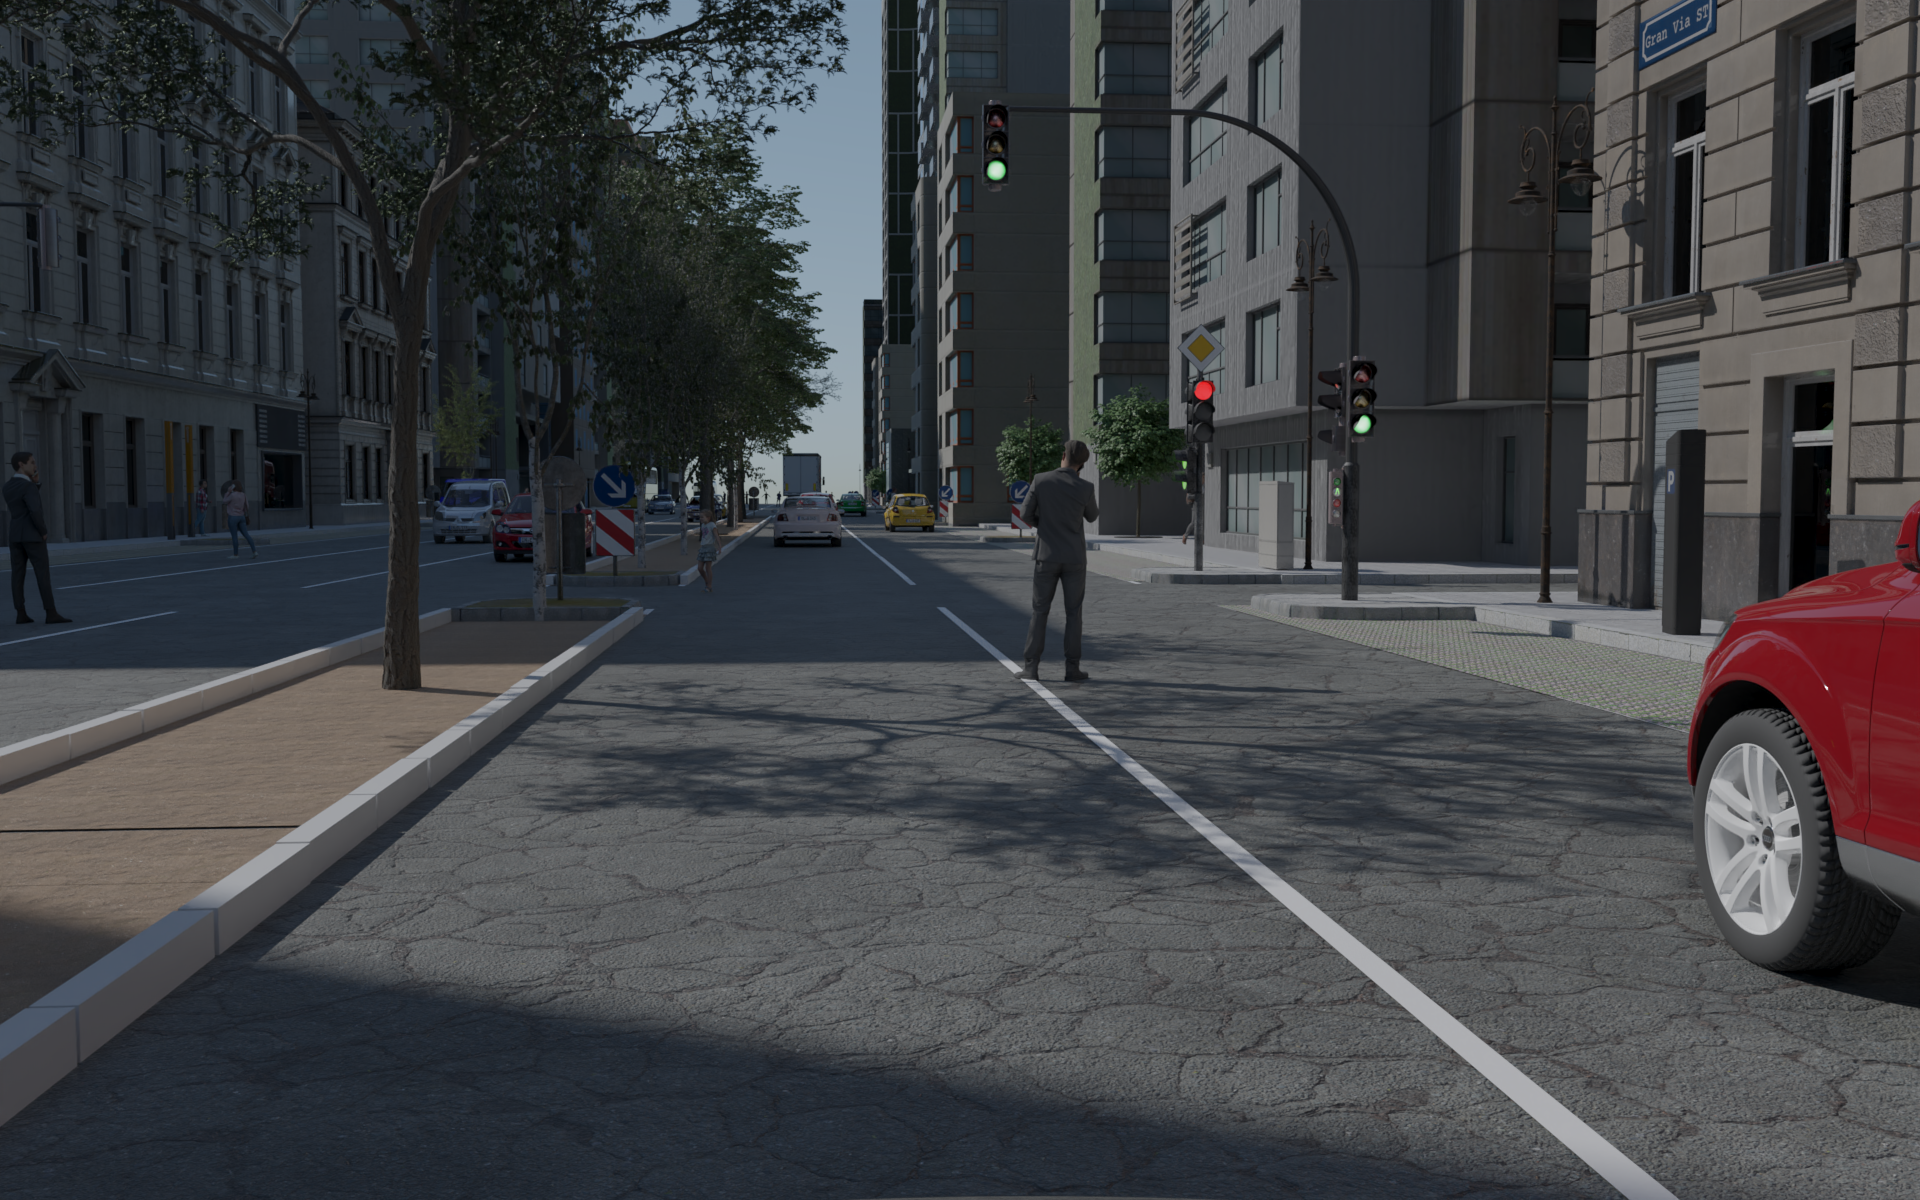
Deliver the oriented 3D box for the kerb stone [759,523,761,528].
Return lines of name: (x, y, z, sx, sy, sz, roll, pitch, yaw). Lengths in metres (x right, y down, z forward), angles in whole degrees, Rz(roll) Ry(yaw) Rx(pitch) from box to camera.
kerb stone: (-8.180, -2.907, 69.719, 0.120, 0.150, 1.000, 0, 4, -5)

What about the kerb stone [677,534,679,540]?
kerb stone: (-8.796, -1.893, 53.208, 0.120, 0.150, 1.000, 0, 4, -5)

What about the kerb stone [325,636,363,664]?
kerb stone: (-5.339, 0.447, 14.883, 0.120, 0.150, 1.000, 0, 4, -5)

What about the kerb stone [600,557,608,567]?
kerb stone: (-7.041, -0.710, 33.796, 0.120, 0.150, 1.000, 0, 4, -5)

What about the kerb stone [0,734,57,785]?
kerb stone: (-4.782, 0.821, 8.768, 0.120, 0.150, 1.000, 0, 4, -5)

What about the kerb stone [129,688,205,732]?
kerb stone: (-4.966, 0.696, 10.810, 0.120, 0.150, 1.000, 0, 4, -5)

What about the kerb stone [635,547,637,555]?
kerb stone: (-7.604, -1.079, 39.918, 0.120, 0.150, 1.000, 0, 4, -5)

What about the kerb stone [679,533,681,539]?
kerb stone: (-8.894, -1.959, 54.228, 0.120, 0.150, 1.000, 0, 4, -5)

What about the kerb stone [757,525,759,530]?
kerb stone: (-7.911, -2.712, 66.652, 0.120, 0.150, 1.000, 0, 4, -5)

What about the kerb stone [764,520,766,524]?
kerb stone: (-8.917, -3.403, 77.884, 0.120, 0.150, 1.000, 0, 4, -5)

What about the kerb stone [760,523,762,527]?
kerb stone: (-8.275, -2.966, 70.736, 0.120, 0.150, 1.000, 0, 4, -5)

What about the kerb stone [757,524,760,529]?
kerb stone: (-7.996, -2.782, 67.675, 0.120, 0.150, 1.000, 0, 4, -5)

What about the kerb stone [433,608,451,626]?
kerb stone: (-5.702, 0.197, 18.968, 0.120, 0.150, 1.000, 0, 4, -5)

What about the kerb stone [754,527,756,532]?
kerb stone: (-7.535, -2.470, 62.575, 0.120, 0.150, 1.000, 0, 4, -5)

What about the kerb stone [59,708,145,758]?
kerb stone: (-4.878, 0.764, 9.792, 0.120, 0.150, 1.000, 0, 4, -5)

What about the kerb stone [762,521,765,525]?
kerb stone: (-8.740, -3.279, 75.848, 0.120, 0.150, 1.000, 0, 4, -5)

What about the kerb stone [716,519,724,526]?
kerb stone: (-11.482, -3.705, 82.821, 0.120, 0.150, 1.000, 0, 4, -5)

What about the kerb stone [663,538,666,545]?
kerb stone: (-8.342, -1.584, 48.104, 0.120, 0.150, 1.000, 0, 4, -5)

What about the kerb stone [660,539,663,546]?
kerb stone: (-8.246, -1.522, 47.084, 0.120, 0.150, 1.000, 0, 4, -5)

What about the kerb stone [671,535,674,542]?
kerb stone: (-8.613, -1.772, 51.171, 0.120, 0.150, 1.000, 0, 4, -5)

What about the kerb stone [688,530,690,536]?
kerb stone: (-9.261, -2.207, 58.315, 0.120, 0.150, 1.000, 0, 4, -5)

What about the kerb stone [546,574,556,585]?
kerb stone: (-6.489, -0.335, 27.674, 0.120, 0.150, 1.000, 0, 4, -5)

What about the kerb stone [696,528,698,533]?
kerb stone: (-9.625, -2.455, 62.391, 0.120, 0.150, 1.000, 0, 4, -5)

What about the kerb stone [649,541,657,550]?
kerb stone: (-8.056, -1.397, 45.032, 0.120, 0.150, 1.000, 0, 4, -5)

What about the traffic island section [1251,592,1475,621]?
traffic island section: (4.720, 0.081, 20.950, 2.009, 0.180, 2.903, 0, 4, -5)

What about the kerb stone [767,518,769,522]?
kerb stone: (-9.481, -3.778, 84.007, 0.120, 0.150, 1.000, 0, 4, -5)

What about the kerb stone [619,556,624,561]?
kerb stone: (-7.321, -0.896, 36.853, 0.120, 0.150, 1.000, 0, 4, -5)

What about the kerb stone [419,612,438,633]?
kerb stone: (-5.609, 0.260, 17.950, 0.120, 0.150, 1.000, 0, 4, -5)

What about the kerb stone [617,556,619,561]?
kerb stone: (-7.231, -0.834, 35.835, 0.120, 0.150, 1.000, 0, 4, -5)

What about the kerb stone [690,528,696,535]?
kerb stone: (-9.536, -2.396, 61.373, 0.120, 0.150, 1.000, 0, 4, -5)

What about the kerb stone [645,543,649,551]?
kerb stone: (-7.882, -1.266, 42.986, 0.120, 0.150, 1.000, 0, 4, -5)

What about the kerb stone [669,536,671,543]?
kerb stone: (-8.528, -1.710, 50.152, 0.120, 0.150, 1.000, 0, 4, -5)

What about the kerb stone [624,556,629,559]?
kerb stone: (-7.406, -0.953, 37.877, 0.120, 0.150, 1.000, 0, 4, -5)

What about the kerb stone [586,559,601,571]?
kerb stone: (-6.954, -0.644, 32.774, 0.120, 0.150, 1.000, 0, 4, -5)

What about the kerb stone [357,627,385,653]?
kerb stone: (-5.426, 0.385, 15.906, 0.120, 0.150, 1.000, 0, 4, -5)

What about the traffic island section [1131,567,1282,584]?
traffic island section: (4.002, -0.405, 28.903, 2.009, 0.180, 2.903, 0, 4, -5)

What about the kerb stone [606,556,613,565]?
kerb stone: (-7.134, -0.772, 34.817, 0.120, 0.150, 1.000, 0, 4, -5)

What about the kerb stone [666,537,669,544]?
kerb stone: (-8.428, -1.643, 49.130, 0.120, 0.150, 1.000, 0, 4, -5)

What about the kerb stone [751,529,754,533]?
kerb stone: (-7.255, -2.283, 59.518, 0.120, 0.150, 1.000, 0, 4, -5)

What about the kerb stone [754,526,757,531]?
kerb stone: (-7.626, -2.532, 63.594, 0.120, 0.150, 1.000, 0, 4, -5)

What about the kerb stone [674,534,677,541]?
kerb stone: (-8.702, -1.835, 52.190, 0.120, 0.150, 1.000, 0, 4, -5)

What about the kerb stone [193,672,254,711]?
kerb stone: (-5.058, 0.634, 11.828, 0.120, 0.150, 1.000, 0, 4, -5)

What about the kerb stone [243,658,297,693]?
kerb stone: (-5.150, 0.572, 12.847, 0.120, 0.150, 1.000, 0, 4, -5)

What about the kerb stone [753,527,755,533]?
kerb stone: (-7.444, -2.407, 61.553, 0.120, 0.150, 1.000, 0, 4, -5)

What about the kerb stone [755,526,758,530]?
kerb stone: (-7.722, -2.594, 64.612, 0.120, 0.150, 1.000, 0, 4, -5)

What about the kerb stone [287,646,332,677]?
kerb stone: (-5.247, 0.510, 13.865, 0.120, 0.150, 1.000, 0, 4, -5)

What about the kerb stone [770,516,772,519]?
kerb stone: (-10.123, -4.218, 91.166, 0.120, 0.150, 1.000, 0, 4, -5)

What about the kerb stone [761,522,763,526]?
kerb stone: (-8.457, -3.094, 72.774, 0.120, 0.150, 1.000, 0, 4, -5)

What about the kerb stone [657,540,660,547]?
kerb stone: (-8.148, -1.459, 46.055, 0.120, 0.150, 1.000, 0, 4, -5)
